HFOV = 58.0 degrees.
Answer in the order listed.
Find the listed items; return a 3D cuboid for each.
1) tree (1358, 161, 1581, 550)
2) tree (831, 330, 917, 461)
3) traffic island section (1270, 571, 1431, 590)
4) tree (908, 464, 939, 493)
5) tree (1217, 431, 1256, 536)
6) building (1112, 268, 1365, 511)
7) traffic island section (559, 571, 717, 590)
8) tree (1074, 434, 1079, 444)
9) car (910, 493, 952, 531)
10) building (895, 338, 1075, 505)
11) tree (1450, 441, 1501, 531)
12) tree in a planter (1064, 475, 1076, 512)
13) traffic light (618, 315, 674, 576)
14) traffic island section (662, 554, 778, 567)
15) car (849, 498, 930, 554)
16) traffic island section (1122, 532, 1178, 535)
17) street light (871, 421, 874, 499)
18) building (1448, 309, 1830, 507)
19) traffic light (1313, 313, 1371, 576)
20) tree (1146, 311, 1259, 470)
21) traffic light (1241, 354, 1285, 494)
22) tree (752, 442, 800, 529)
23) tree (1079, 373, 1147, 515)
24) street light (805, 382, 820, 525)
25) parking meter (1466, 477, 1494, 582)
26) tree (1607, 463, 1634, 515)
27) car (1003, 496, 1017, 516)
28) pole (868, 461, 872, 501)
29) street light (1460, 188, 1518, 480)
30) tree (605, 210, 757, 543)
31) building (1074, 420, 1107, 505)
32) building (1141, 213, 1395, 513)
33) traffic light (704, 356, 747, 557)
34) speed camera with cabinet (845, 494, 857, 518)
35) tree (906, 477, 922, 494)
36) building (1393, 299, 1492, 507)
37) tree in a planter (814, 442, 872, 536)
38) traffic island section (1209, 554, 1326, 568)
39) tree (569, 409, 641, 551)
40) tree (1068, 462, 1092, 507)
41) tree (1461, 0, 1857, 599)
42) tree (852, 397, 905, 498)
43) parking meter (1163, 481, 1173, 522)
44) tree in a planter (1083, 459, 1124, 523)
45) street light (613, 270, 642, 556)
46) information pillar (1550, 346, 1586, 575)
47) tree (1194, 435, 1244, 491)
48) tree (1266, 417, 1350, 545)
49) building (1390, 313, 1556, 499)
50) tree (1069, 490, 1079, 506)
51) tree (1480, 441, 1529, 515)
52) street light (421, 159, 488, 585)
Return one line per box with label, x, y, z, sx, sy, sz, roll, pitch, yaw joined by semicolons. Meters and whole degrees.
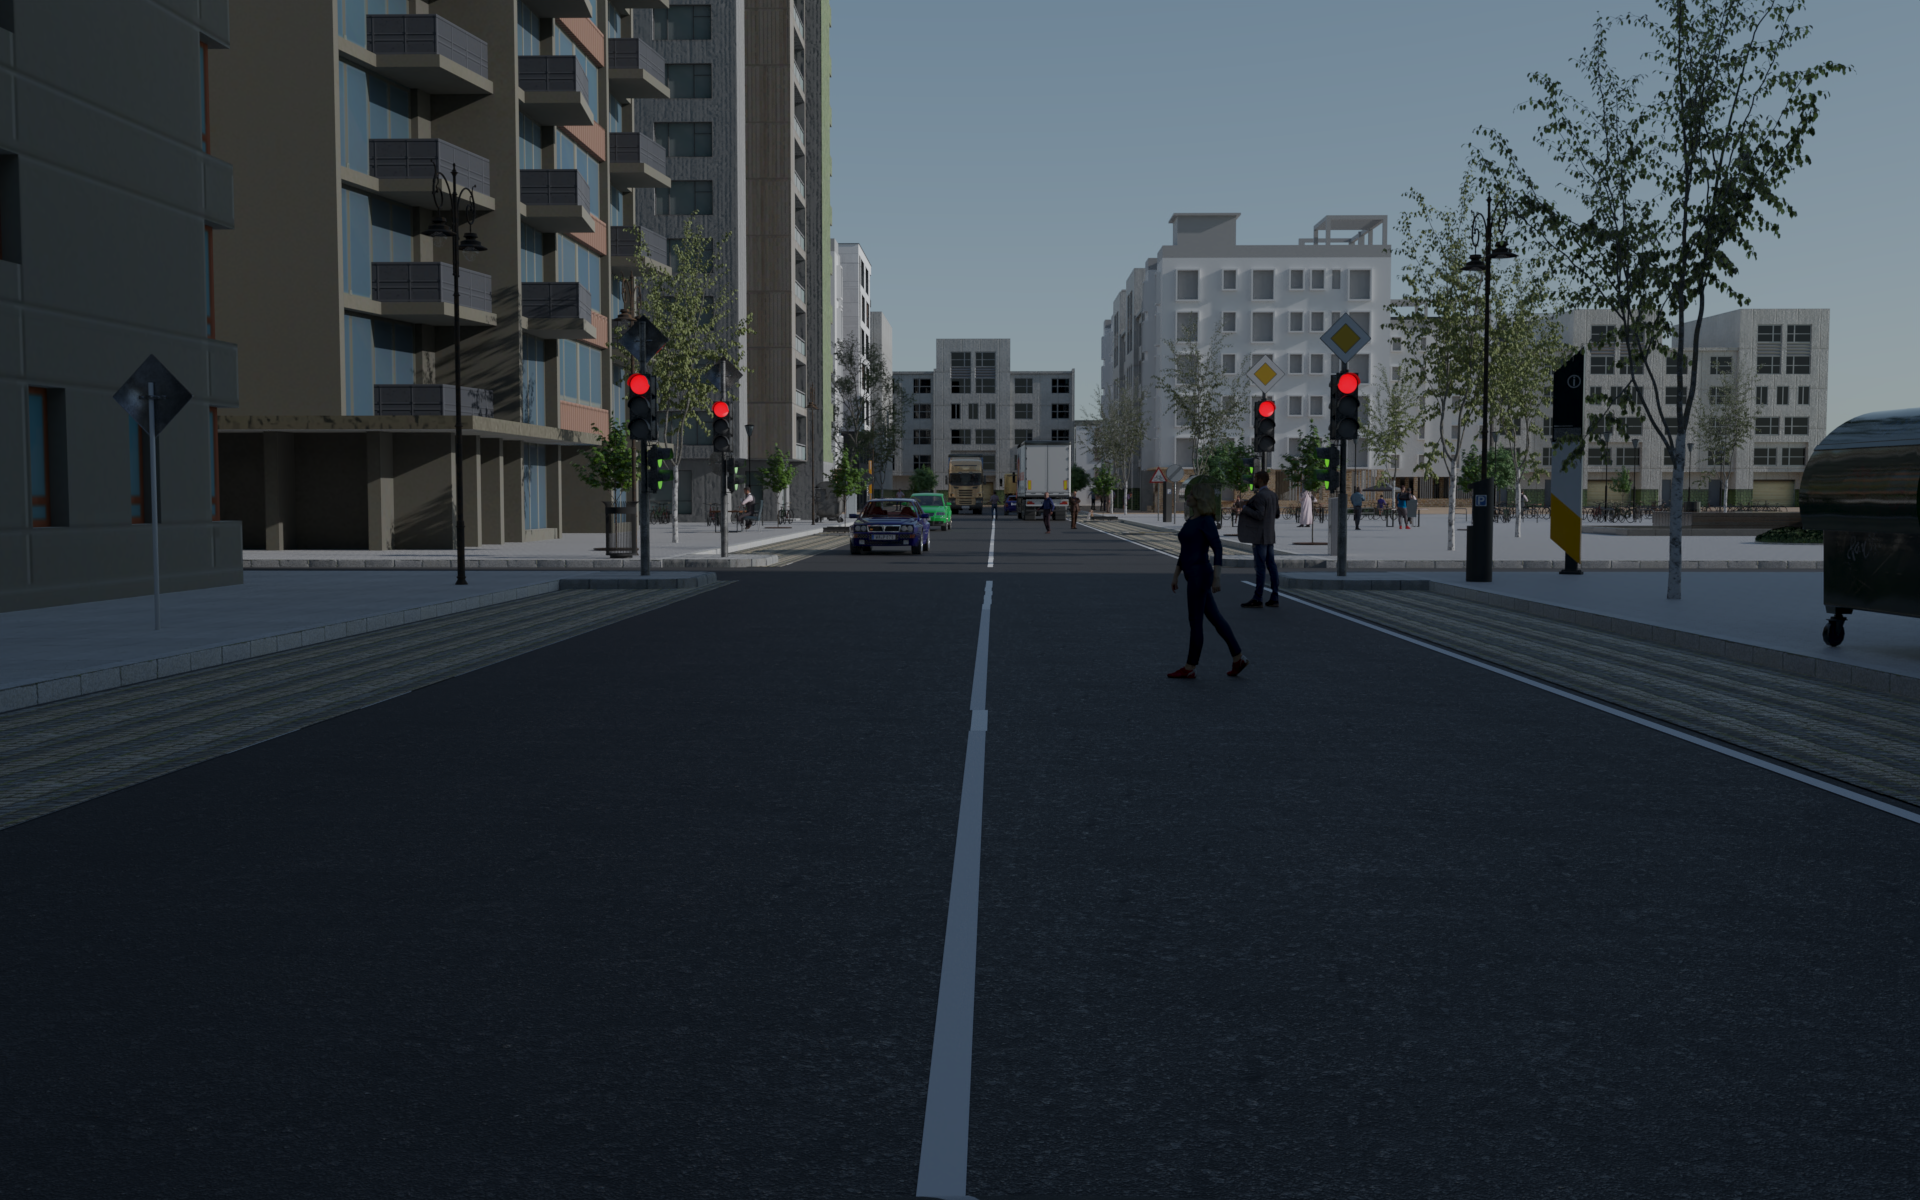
tree;11.412;-5.447;39.422;4.737;8.622;4.395;0;3;0
tree;-6.557;-10.084;99.291;8.767;10.594;7.601;0;4;3
traffic island section;5.994;-0.295;27.098;2.009;0.180;2.903;0;4;1
tree;-3.959;-12.478;187.735;4.285;4.588;4.351;0;3;0
tree;8.707;-3.565;52.895;1.663;3.219;1.824;0;3;0
building;22.131;-16.971;143.928;16.747;18.905;31.486;0;4;1
traffic island section;-4.985;-0.309;27.329;2.009;0.180;2.903;0;4;1
tree;9.790;-9.965;113.282;4.360;8.622;3.978;0;3;0
car;-1.299;-3.666;68.740;1.959;1.807;4.718;0;4;2
building;-2.542;-20.732;205.422;31.486;18.905;16.747;0;4;1
tree;17.931;-4.056;60.923;1.663;3.219;1.824;0;3;0
tree in a planter;8.270;-8.536;136.785;1.991;3.239;1.994;0;4;1
traffic light;-4.945;-2.341;27.194;0.839;4.253;0.868;0;4;1
traffic island section;-4.820;-0.797;35.313;2.009;0.180;2.903;0;4;1
car;-1.688;-1.820;42.330;1.945;1.354;3.894;0;4;3
traffic island section;6.685;-2.317;60.744;1.991;0.108;1.994;0;4;1
street light;-5.375;-8.208;106.995;0.468;5.910;1.993;0;4;1
building;67.132;-18.802;173.871;31.486;18.905;16.747;0;4;1
traffic light;5.954;-2.328;26.985;0.839;4.253;0.868;0;4;1
tree;9.910;-7.345;70.450;4.360;8.622;3.978;0;3;0
traffic light;6.119;-2.816;34.969;0.839;4.253;0.868;0;4;1
tree;-6.925;-4.279;64.563;1.663;3.219;1.824;0;3;0
tree;9.983;-9.477;105.317;4.360;8.622;3.978;0;3;0
street light;-6.085;-6.044;71.608;0.468;5.910;1.993;0;4;1
parking meter;7.607;-1.036;25.342;0.372;1.533;0.369;0;3;0
tree;40.926;-6.857;106.705;1.663;3.219;1.824;0;3;0
car;3.864;-6.389;117.036;1.945;1.354;3.894;0;4;3
pole;-5.493;-6.849;105.830;0.158;3.312;0.155;0;3;0
street light;8.068;-3.290;26.578;0.468;5.910;1.993;0;4;1
tree;-7.496;-5.835;45.757;4.737;8.622;4.395;0;3;0
building;27.135;-15.803;200.519;28.070;9.664;9.099;0;4;1
building;21.046;-16.258;122.232;16.016;20.091;11.380;0;4;1
traffic light;-4.780;-2.829;35.177;0.839;4.253;0.868;0;4;1
speed camera with cabinet;-5.894;-6.043;93.136;0.660;3.252;2.038;0;4;-6
tree;-4.442;-11.207;177.843;1.663;3.219;1.824;0;3;0
building;45.709;-19.456;174.529;11.380;20.091;16.016;0;4;1
tree in a planter;-3.983;-3.831;59.856;1.991;3.239;1.994;0;4;1
traffic island section;6.159;-0.783;35.082;2.009;0.180;2.903;0;4;1
tree;-7.859;-2.749;39.548;1.663;3.219;1.824;0;3;0
tree;12.100;-12.208;183.312;4.285;4.588;4.351;0;3;0
tree;8.637;-4.330;21.158;4.360;8.622;3.978;0;3;0
tree;-5.869;-10.904;128.637;4.360;8.622;3.978;0;3;0
parking meter;9.418;-4.456;78.563;0.399;1.863;0.255;-2;4;-30
tree in a planter;7.251;-5.527;87.586;1.991;3.239;1.994;0;4;1
street light;-6.793;-3.866;35.991;0.468;5.910;1.993;0;4;1
information pillar;9.698;-2.218;27.612;0.504;3.616;0.183;2;4;33
tree;14.461;-6.863;95.928;4.285;4.588;4.351;0;3;0
tree;8.810;-3.012;43.842;1.663;3.219;1.824;0;3;0
building;58.015;-22.381;209.909;32.646;21.610;27.936;0;4;1
tree;11.970;-11.794;187.434;1.663;3.219;1.824;0;3;0
tree;33.504;-7.563;107.373;4.285;4.588;4.351;0;3;0
street light;-7.060;-3.154;24.350;0.468;5.910;1.993;0;4;1
